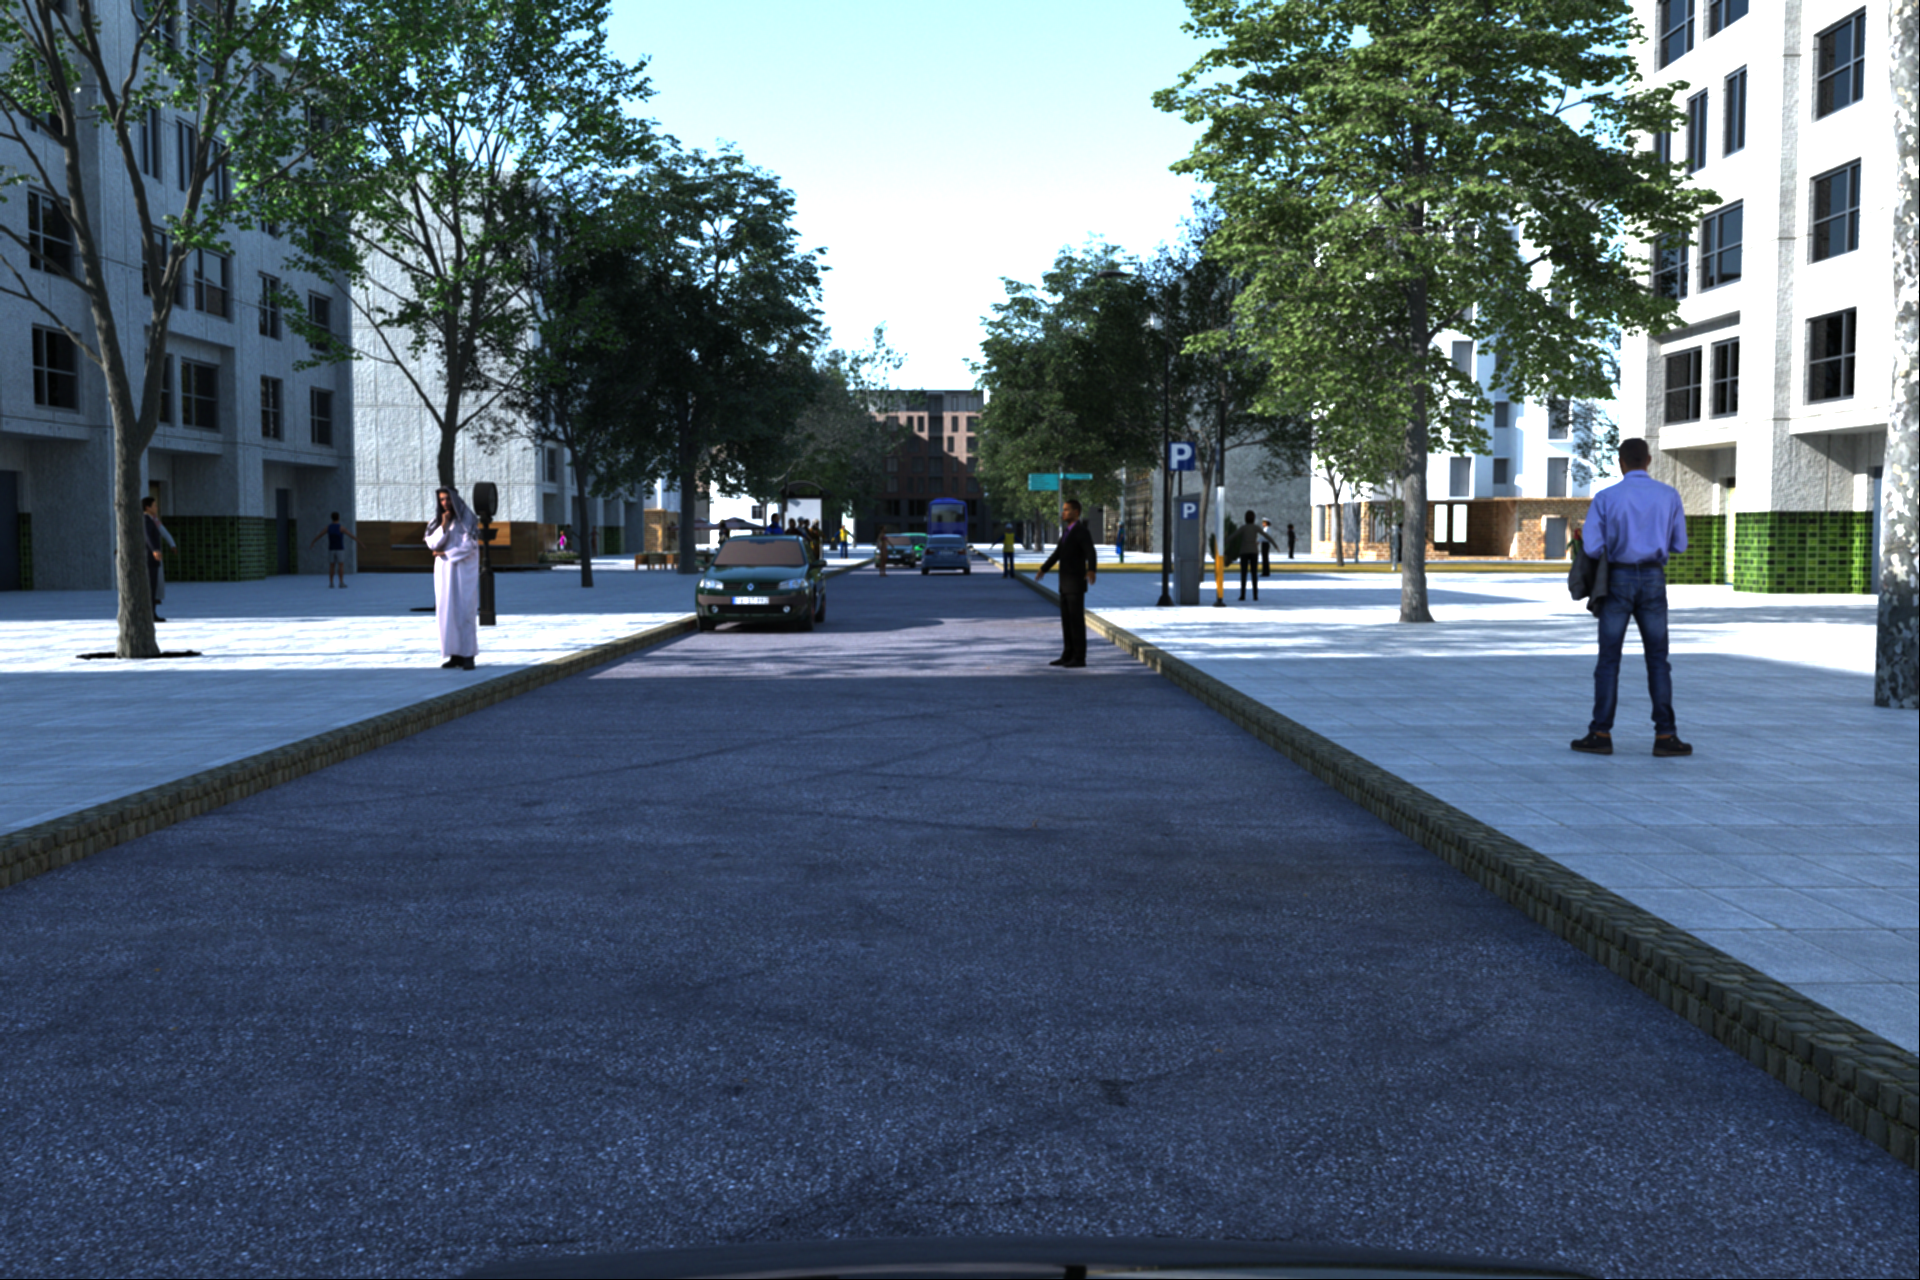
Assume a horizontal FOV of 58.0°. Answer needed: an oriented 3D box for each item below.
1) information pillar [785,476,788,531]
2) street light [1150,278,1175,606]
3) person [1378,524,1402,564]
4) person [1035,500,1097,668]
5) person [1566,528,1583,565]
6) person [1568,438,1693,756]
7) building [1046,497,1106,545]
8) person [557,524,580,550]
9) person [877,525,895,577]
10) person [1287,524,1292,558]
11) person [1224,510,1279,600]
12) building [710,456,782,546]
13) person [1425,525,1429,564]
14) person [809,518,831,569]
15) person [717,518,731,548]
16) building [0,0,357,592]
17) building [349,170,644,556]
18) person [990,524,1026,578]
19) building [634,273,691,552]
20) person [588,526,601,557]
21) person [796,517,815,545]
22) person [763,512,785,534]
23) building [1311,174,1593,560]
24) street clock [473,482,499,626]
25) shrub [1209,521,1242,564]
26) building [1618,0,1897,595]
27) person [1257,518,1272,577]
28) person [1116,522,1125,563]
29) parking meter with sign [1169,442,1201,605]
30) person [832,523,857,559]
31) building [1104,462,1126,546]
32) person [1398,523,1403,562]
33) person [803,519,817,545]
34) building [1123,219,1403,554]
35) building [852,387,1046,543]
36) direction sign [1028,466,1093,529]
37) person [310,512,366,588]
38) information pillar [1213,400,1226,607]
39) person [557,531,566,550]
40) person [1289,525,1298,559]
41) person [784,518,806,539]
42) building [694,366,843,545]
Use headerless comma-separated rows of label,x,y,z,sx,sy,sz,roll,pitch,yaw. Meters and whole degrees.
information pillar,-6.481,-4.490,64.765,0.183,3.616,0.504,0,4,0
street light,4.198,-3.555,30.660,1.470,5.913,1.316,0,3,0
person,18.732,-4.189,74.682,1.347,1.806,0.705,1,4,12
person,1.192,-0.615,18.732,0.704,1.802,1.346,-1,4,-23
person,16.570,-2.271,46.347,0.989,1.438,0.599,-2,4,-25
person,3.938,-0.262,10.188,0.709,1.838,0.599,1,4,10
building,24.797,-23.080,221.334,27.936,21.610,32.646,0,4,0
person,-19.843,-4.986,87.795,1.348,1.796,0.705,-1,4,-19
person,-2.518,-3.012,58.498,0.721,1.733,1.217,1,4,23
person,17.721,-5.297,92.753,0.704,1.843,1.345,1,4,10
person,5.592,-1.639,33.561,1.215,1.744,0.721,0,4,-2
building,-23.564,-15.404,193.998,9.099,9.664,28.070,0,4,0
person,19.578,-4.109,73.116,0.705,1.837,1.347,0,4,8
person,-5.259,-3.521,63.342,0.705,1.858,1.354,3,5,40
person,-8.766,-3.545,63.737,0.705,1.856,1.354,-1,4,-14
building,-27.712,-10.566,39.220,16.747,18.905,31.486,0,3,0
building,-29.395,-14.291,100.109,16.747,18.905,31.486,0,4,-1
person,1.567,-2.905,56.419,1.216,1.772,0.721,-1,4,-14
building,-26.341,-16.506,126.295,16.016,20.090,11.380,0,4,-1
person,-20.116,-5.393,94.972,1.217,1.733,0.721,2,4,34
person,-5.204,-3.122,56.903,0.705,1.847,1.347,2,4,28
person,-4.694,-2.344,44.296,0.704,1.831,1.345,2,4,30
building,25.249,-14.752,97.608,16.016,20.090,11.380,0,4,0
street clock,-6.620,-1.201,24.206,0.358,2.002,0.471,0,4,0
shrub,11.511,-4.314,74.959,1.690,2.028,1.600,0,3,0
building,25.698,-9.955,29.221,16.747,18.905,31.486,0,4,0
person,9.167,-2.806,52.344,0.721,1.778,1.216,2,4,25
person,7.065,-4.292,76.308,0.704,1.817,1.347,0,4,2
parking meter with sign,4.164,-2.184,31.976,0.543,3.016,1.738,0,3,0
person,-5.932,-5.060,88.702,1.349,1.833,0.705,-1,4,-23
building,25.962,-21.982,190.341,19.493,23.208,18.063,0,4,0
person,20.363,-4.511,79.941,0.705,1.806,1.347,1,4,10
person,-5.383,-3.364,61.141,0.704,1.812,1.346,-2,4,-24
building,21.755,-17.805,122.044,19.493,23.208,18.063,0,3,0
building,1.161,-24.892,253.412,32.646,21.610,27.936,0,4,0
direction sign,3.967,-4.831,67.755,2.525,3.948,1.411,0,4,-1
person,-14.917,-2.158,41.444,1.345,1.807,0.704,0,4,0
information pillar,4.571,-2.393,30.486,0.183,3.616,0.504,0,4,-1
person,-18.775,-4.426,81.626,0.599,1.433,0.991,-3,4,-36
person,17.123,-5.031,88.970,0.721,1.740,1.216,0,4,-5
person,-4.811,-2.583,49.040,1.215,1.729,0.721,2,4,30
building,-29.910,-23.259,224.265,27.936,21.610,32.646,0,4,-1
